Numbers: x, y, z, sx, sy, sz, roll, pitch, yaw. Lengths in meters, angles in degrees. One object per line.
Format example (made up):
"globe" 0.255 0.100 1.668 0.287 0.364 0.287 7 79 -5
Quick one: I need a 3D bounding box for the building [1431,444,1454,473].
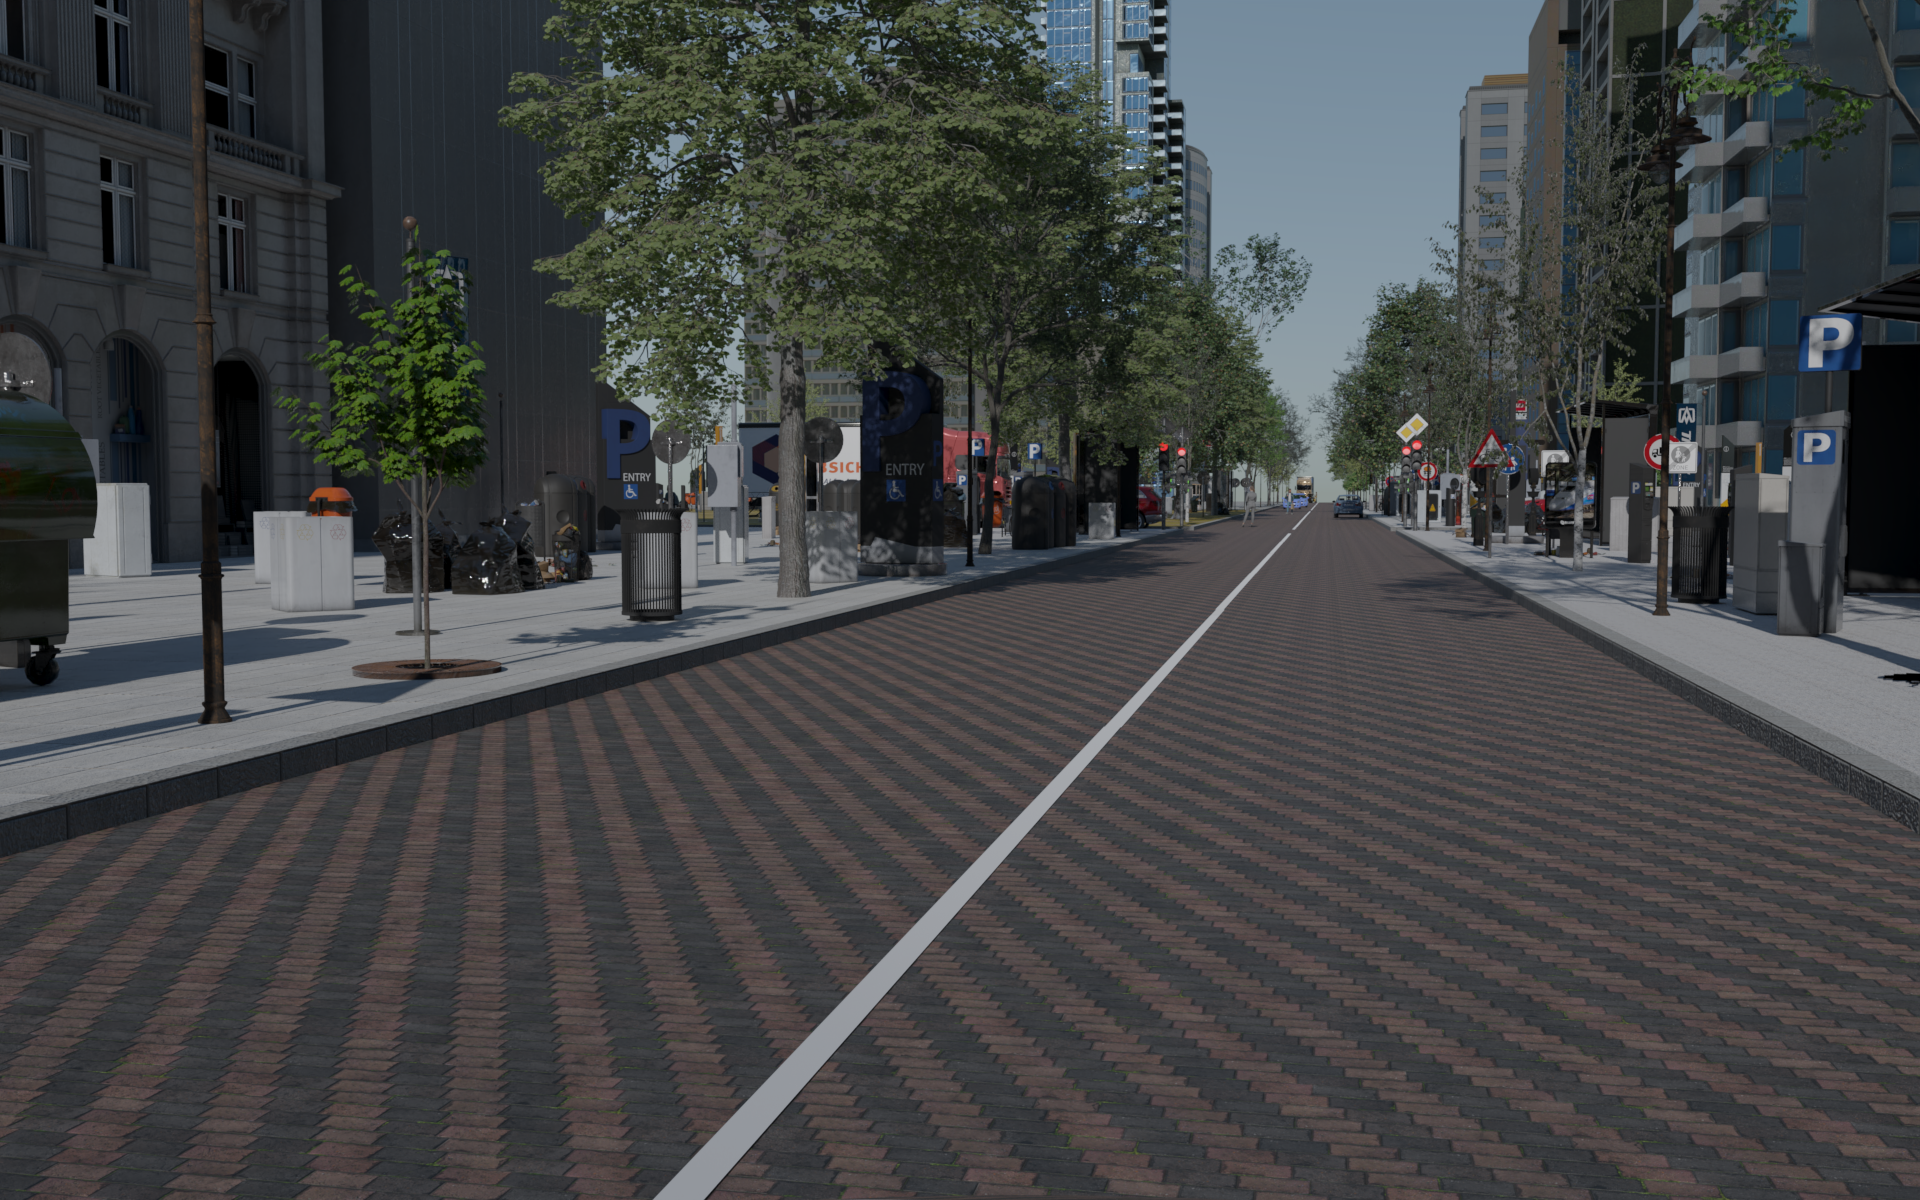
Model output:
"building" 90.434 -26.492 278.185 27.650 21.520 28.899 1 4 12

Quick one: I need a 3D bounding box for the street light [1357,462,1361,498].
"street light" 40.334 -12.318 174.183 0.468 5.910 1.993 1 4 12

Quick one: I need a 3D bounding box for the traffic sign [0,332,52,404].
"traffic sign" -7.488 -0.830 13.669 0.768 2.556 0.104 1 4 16

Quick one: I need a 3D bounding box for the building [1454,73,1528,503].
"building" 82.301 -43.232 248.838 21.231 58.520 28.212 1 4 12

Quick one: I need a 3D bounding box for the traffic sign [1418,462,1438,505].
"traffic sign" 18.364 -4.158 68.088 0.768 2.556 0.104 1 4 16

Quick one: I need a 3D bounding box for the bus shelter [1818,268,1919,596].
"bus shelter" 10.981 -1.677 18.701 1.731 3.624 6.357 1 4 12

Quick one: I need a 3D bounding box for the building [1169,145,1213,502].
"building" 30.027 -45.565 286.980 21.231 58.520 28.212 1 4 12

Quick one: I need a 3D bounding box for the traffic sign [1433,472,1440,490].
"traffic sign" 27.537 -6.135 100.421 0.768 2.556 0.104 1 4 12

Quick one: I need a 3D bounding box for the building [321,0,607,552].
"building" -25.936 -13.965 47.401 30.058 24.678 14.314 1 4 12

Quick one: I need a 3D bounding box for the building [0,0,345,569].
"building" -21.631 -11.305 26.634 13.314 21.916 24.055 1 4 12

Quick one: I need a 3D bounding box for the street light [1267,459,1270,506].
"street light" 33.306 -13.113 187.192 0.468 5.910 1.993 1 4 12

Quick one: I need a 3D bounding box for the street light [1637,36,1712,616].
"street light" 7.411 -2.773 18.122 0.468 5.910 1.993 1 4 12

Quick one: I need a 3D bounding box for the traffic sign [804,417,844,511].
"traffic sign" -2.289 -1.737 28.510 0.768 2.556 0.104 1 4 16

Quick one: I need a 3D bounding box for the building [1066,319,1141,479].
"building" 4.242 -20.920 187.084 27.650 21.520 28.899 1 4 12

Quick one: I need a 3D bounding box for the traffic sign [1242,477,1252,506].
"traffic sign" 21.817 -8.052 131.752 0.768 2.556 0.104 1 4 21

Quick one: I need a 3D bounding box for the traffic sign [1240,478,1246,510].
"traffic sign" 22.363 -8.310 135.974 0.768 2.556 0.104 1 4 21

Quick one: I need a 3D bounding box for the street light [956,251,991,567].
"street light" 0.176 -3.532 30.530 0.468 5.910 1.993 1 4 12

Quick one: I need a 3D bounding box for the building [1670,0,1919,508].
"building" 52.259 -28.576 86.830 30.456 49.044 23.786 1 4 12

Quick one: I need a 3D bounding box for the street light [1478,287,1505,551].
"street light" 11.867 -4.040 38.839 0.468 5.910 1.993 1 4 12

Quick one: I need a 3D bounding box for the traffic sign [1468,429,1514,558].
"traffic sign" 10.593 -2.113 34.556 0.884 2.594 0.081 1 4 21

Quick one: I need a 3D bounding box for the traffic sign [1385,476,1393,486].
"traffic sign" 30.343 -7.456 122.004 0.768 2.556 0.104 1 4 15

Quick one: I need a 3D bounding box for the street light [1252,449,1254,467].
"street light" 24.462 -10.538 145.090 0.468 5.910 1.993 1 4 12

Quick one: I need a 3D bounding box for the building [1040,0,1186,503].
"building" 23.239 -57.778 257.345 22.319 86.520 31.000 1 4 12

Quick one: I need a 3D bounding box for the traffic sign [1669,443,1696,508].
"traffic sign" 14.250 -1.968 34.314 0.606 2.300 0.079 1 4 13

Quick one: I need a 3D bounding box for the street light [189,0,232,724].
"street light" -4.189 -2.249 9.561 0.468 5.910 1.993 1 4 12

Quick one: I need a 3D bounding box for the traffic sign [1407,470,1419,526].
"traffic sign" 17.924 -4.192 68.645 0.768 2.556 0.104 1 4 18

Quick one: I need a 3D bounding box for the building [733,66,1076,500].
"building" -3.164 -28.698 161.094 32.217 40.220 23.993 1 4 12

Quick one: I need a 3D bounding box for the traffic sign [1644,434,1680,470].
"traffic sign" 14.830 -2.231 36.579 0.768 2.556 0.104 1 4 18

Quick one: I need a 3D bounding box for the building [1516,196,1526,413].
"building" 60.793 -24.159 166.705 14.160 30.474 14.107 1 4 12

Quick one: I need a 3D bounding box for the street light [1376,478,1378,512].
"street light" 29.006 -9.031 120.445 0.468 5.910 1.993 1 4 12

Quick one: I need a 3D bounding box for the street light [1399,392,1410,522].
"street light" 20.180 -6.481 78.754 0.468 5.910 1.993 1 4 12

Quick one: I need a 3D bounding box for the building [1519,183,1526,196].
"building" 73.166 -30.083 183.743 32.217 40.220 23.993 1 4 12

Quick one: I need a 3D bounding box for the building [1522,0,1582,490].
"building" 57.619 -30.713 152.261 14.600 45.320 14.200 1 4 12

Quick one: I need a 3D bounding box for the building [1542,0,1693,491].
"building" 54.736 -42.015 125.196 20.563 71.187 20.611 1 4 12

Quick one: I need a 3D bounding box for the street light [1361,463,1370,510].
"street light" 35.878 -11.015 152.881 0.468 5.910 1.993 1 4 12

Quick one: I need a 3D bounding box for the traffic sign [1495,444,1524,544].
"traffic sign" 13.956 -2.692 44.116 0.768 2.556 0.104 1 4 16

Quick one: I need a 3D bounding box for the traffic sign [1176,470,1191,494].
"traffic sign" 9.401 -4.334 72.988 0.606 2.300 0.079 1 4 12

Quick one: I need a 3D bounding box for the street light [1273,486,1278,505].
"street light" 37.682 -14.382 207.925 0.468 5.910 1.993 1 4 12

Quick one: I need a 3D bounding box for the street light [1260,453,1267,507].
"street light" 28.873 -11.828 166.179 0.468 5.910 1.993 1 4 12

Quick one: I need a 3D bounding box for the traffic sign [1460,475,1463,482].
"traffic sign" 31.232 -6.603 108.065 0.768 2.556 0.104 1 4 18

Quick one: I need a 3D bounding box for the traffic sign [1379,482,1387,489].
"traffic sign" 34.016 -8.389 139.291 0.606 2.300 0.079 1 4 21

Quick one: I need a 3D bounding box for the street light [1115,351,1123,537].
"street light" 4.740 -4.823 51.640 0.468 5.910 1.993 1 4 12

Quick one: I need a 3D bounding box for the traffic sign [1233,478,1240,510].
"traffic sign" 21.754 -8.370 136.948 0.768 2.556 0.104 1 4 20

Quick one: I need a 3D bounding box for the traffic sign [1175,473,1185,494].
"traffic sign" 10.544 -4.931 82.757 0.606 2.300 0.079 1 4 20

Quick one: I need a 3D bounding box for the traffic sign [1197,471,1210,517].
"traffic sign" 13.494 -5.869 96.058 0.768 2.556 0.104 1 4 20

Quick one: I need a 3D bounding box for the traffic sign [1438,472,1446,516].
"traffic sign" 27.855 -6.081 99.536 0.768 2.556 0.104 1 4 19

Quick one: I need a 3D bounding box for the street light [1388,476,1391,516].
"street light" 24.703 -7.756 99.591 0.468 5.910 1.993 1 4 12

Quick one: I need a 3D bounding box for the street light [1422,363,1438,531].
"street light" 16.196 -5.323 59.823 0.468 5.910 1.993 1 4 12

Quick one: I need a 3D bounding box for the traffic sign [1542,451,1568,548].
"traffic sign" 13.994 -2.364 40.780 0.606 2.300 0.079 1 4 21

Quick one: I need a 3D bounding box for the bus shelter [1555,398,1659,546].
"bus shelter" 16.874 -3.310 45.400 1.731 3.624 6.357 1 4 12

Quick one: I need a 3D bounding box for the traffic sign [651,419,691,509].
"traffic sign" -4.922 -1.794 29.443 0.768 2.556 0.104 1 4 21

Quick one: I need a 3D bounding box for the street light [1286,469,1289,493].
"street light" 50.648 -18.105 268.800 0.468 5.910 1.993 1 4 12

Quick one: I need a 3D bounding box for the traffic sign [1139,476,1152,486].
"traffic sign" 10.443 -6.007 98.219 0.884 2.594 0.081 1 4 21
